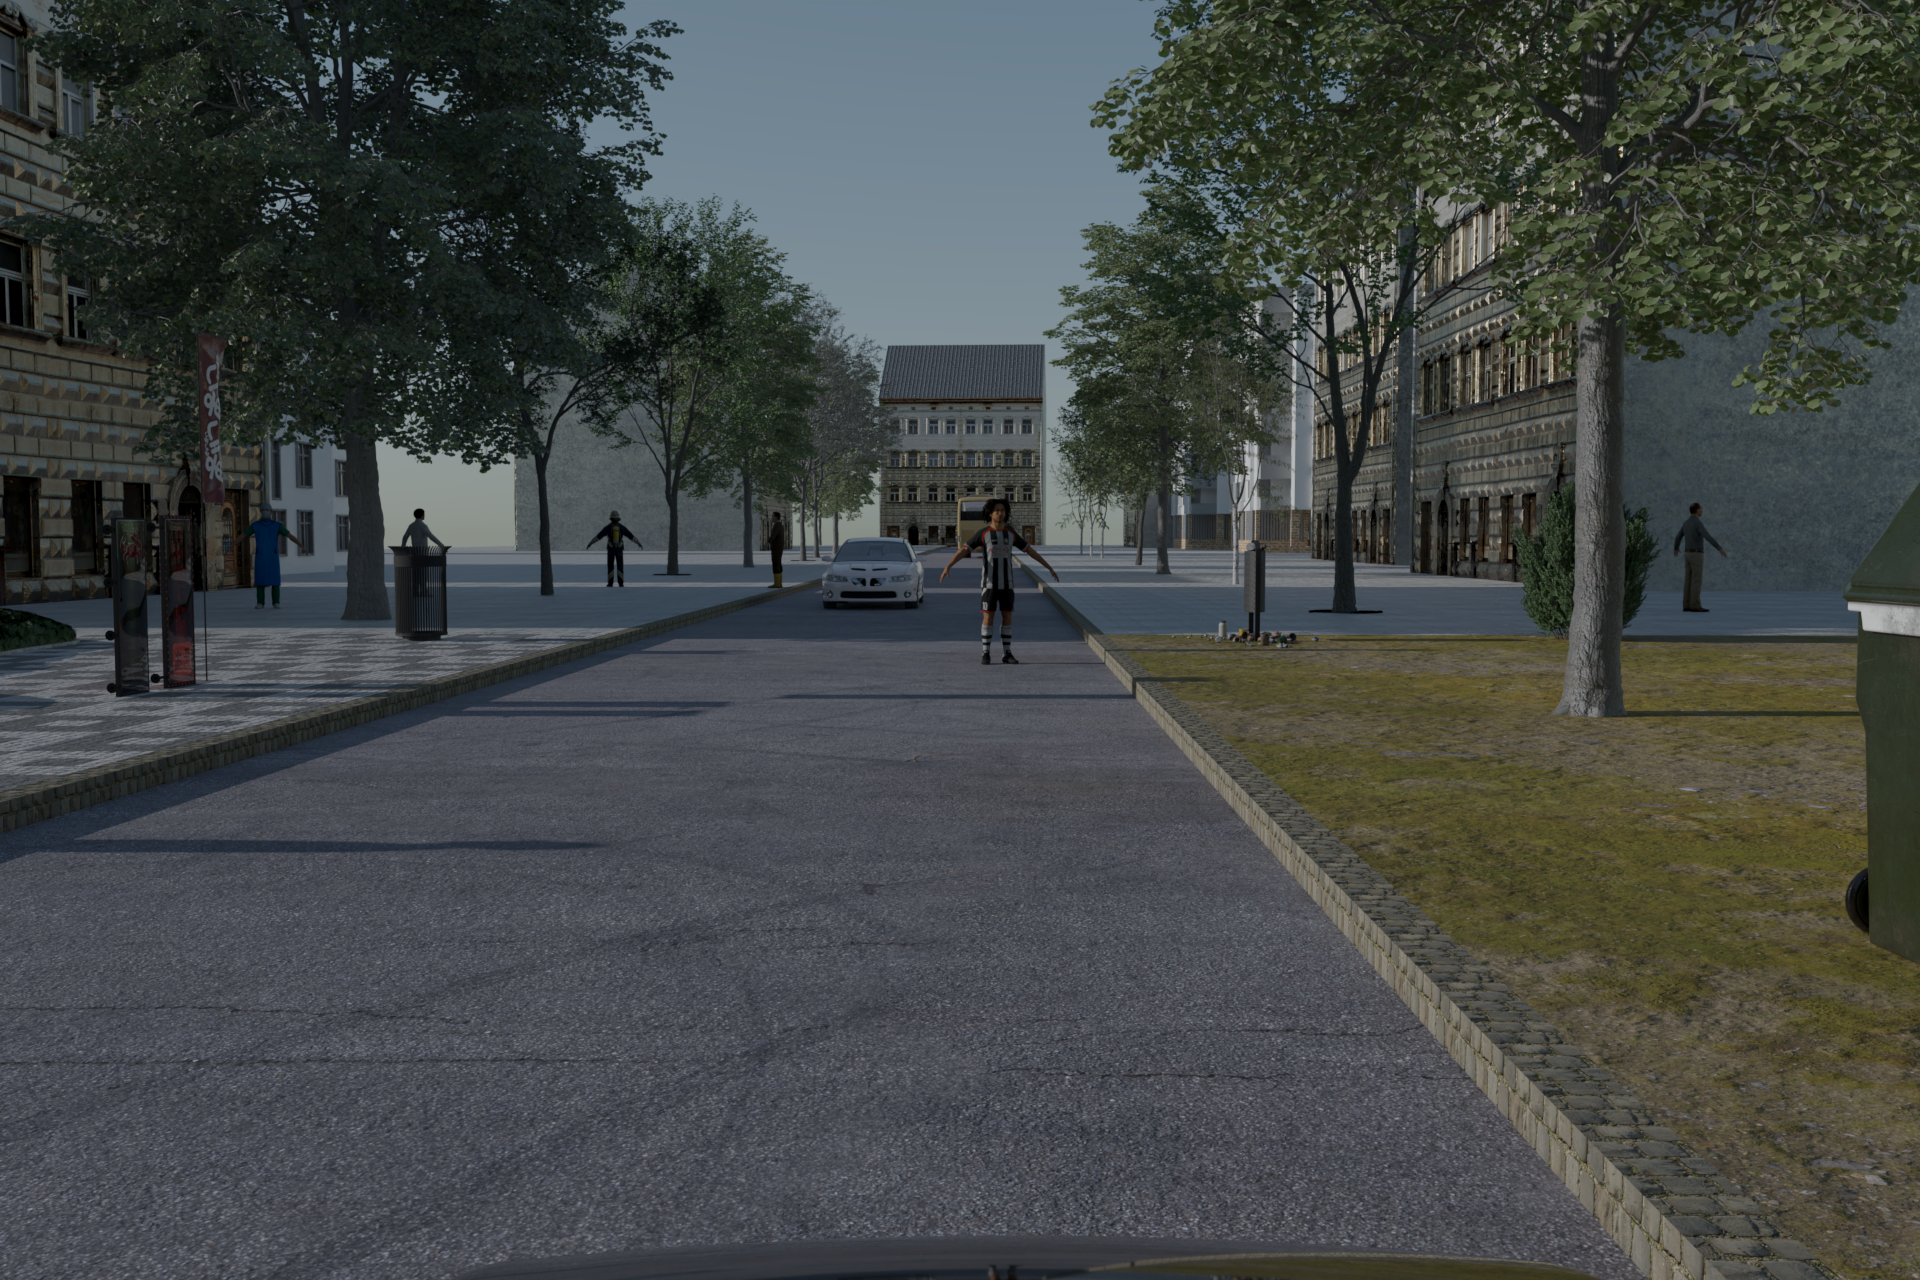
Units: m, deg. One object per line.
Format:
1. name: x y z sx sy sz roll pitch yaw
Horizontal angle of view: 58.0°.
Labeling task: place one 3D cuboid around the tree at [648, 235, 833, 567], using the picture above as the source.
1. tree: -8.388 -9.046 66.033 7.486 12.596 7.792 0 3 0

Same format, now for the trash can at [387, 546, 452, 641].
1. trash can: -6.523 -0.569 20.950 0.748 1.137 0.748 0 3 0

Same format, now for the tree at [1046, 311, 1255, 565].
1. tree: 7.492 -8.336 70.710 8.767 10.594 7.601 -2 4 -26

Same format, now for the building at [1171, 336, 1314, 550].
1. building: 24.160 -18.240 154.636 16.016 20.090 11.380 0 4 1

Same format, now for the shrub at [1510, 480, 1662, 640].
1. shrub: 7.602 -1.041 21.063 1.661 2.075 1.752 0 3 0

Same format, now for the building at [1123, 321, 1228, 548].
1. building: 25.928 -20.653 168.598 19.493 23.208 18.063 0 4 1

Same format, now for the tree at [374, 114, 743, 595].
1. tree: -8.633 -6.236 36.370 8.767 10.594 7.601 0 4 1

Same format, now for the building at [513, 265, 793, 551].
1. building: -23.813 -18.781 137.997 19.493 23.208 18.063 0 4 2

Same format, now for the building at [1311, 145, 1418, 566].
1. building: 26.979 -15.134 78.362 19.493 23.208 18.063 0 4 1

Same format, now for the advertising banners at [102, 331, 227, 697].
1. advertising banners: -6.578 -1.118 14.475 0.090 3.025 2.074 0 4 3

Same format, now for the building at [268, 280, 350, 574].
1. building: -25.957 -7.173 59.430 9.099 9.664 28.070 0 3 0

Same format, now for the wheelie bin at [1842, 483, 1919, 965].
1. wheelie bin: 3.118 0.166 5.199 0.693 1.594 0.980 0 3 0

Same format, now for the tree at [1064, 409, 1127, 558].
1. tree: 7.565 -8.649 91.767 4.360 8.622 3.978 0 3 0

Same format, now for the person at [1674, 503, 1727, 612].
1. person: 12.113 -1.360 28.512 0.705 1.796 1.348 -1 4 -11

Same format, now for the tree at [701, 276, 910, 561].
1. tree: -7.538 -10.518 82.335 12.009 13.543 11.850 0 3 0

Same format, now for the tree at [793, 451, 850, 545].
1. tree: -15.572 -17.087 197.495 7.486 12.596 7.792 0 3 0

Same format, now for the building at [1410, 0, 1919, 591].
1. building: 23.951 -13.223 47.132 19.493 23.208 18.063 0 4 1

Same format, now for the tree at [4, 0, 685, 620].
1. tree: -8.927 -7.271 25.540 9.857 13.997 8.962 0 3 0

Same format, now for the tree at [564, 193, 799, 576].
1. tree: -8.849 -7.799 53.262 9.928 11.665 9.643 0 3 0

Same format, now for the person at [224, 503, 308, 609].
1. person: -11.934 -1.449 29.822 1.347 1.817 0.704 -1 4 -16

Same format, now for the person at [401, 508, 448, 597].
1. person: -10.989 -1.783 35.333 1.347 1.806 0.705 2 4 33

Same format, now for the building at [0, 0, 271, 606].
1. building: -26.165 -12.317 32.304 19.493 23.208 18.063 0 4 2

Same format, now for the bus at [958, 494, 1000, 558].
1. bus: 1.276 -7.034 106.549 2.896 3.916 12.252 0 4 1

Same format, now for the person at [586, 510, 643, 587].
1. person: -8.383 -2.221 42.090 1.354 1.856 0.705 -1 4 -17

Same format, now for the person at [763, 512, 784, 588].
1. person: -4.371 -2.134 41.031 0.704 1.812 1.346 1 4 9

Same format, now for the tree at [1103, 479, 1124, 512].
1. tree: 20.477 -17.701 199.778 12.009 13.543 11.850 0 3 0

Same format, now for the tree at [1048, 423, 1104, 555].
1. tree: 7.350 -9.424 104.443 4.360 8.622 3.978 0 3 0

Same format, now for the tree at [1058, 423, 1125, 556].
1. tree: 7.800 -9.112 99.344 4.737 8.622 4.395 0 3 0

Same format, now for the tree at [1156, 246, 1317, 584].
1. tree: 7.120 -5.745 44.288 4.360 8.622 3.978 0 3 0

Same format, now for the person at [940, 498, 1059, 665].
1. person: 0.421 -0.641 19.083 1.345 1.843 0.704 -1 4 -13

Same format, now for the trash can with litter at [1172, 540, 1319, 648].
1. trash can with litter: 3.449 -0.581 20.550 1.678 1.210 2.233 0 4 1

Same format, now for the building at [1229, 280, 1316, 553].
1. building: 25.457 -16.701 129.484 16.016 20.090 11.380 0 4 1

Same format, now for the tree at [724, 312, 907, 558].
1. tree: -7.952 -11.231 93.998 12.009 13.543 11.850 0 3 0

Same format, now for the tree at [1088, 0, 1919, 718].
1. tree: 4.466 -5.766 12.402 7.486 12.596 7.792 0 3 0

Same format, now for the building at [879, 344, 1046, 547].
1. building: 0.723 -22.410 199.790 18.063 23.208 19.493 0 4 4

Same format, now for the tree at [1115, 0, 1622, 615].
1. tree: 6.387 -6.248 27.910 9.928 11.665 9.643 0 3 0

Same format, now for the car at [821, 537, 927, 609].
1. car: -1.693 -1.372 34.786 2.083 1.381 4.827 0 4 1

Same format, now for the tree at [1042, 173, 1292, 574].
1. tree: 6.476 -8.338 54.451 7.486 12.596 7.792 0 3 0

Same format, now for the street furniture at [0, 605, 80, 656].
1. street furniture: -11.434 -0.028 16.079 5.734 0.657 10.072 -1 4 -18

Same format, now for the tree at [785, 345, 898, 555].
1. tree: -7.595 -11.378 104.153 7.486 12.596 7.792 0 3 0
